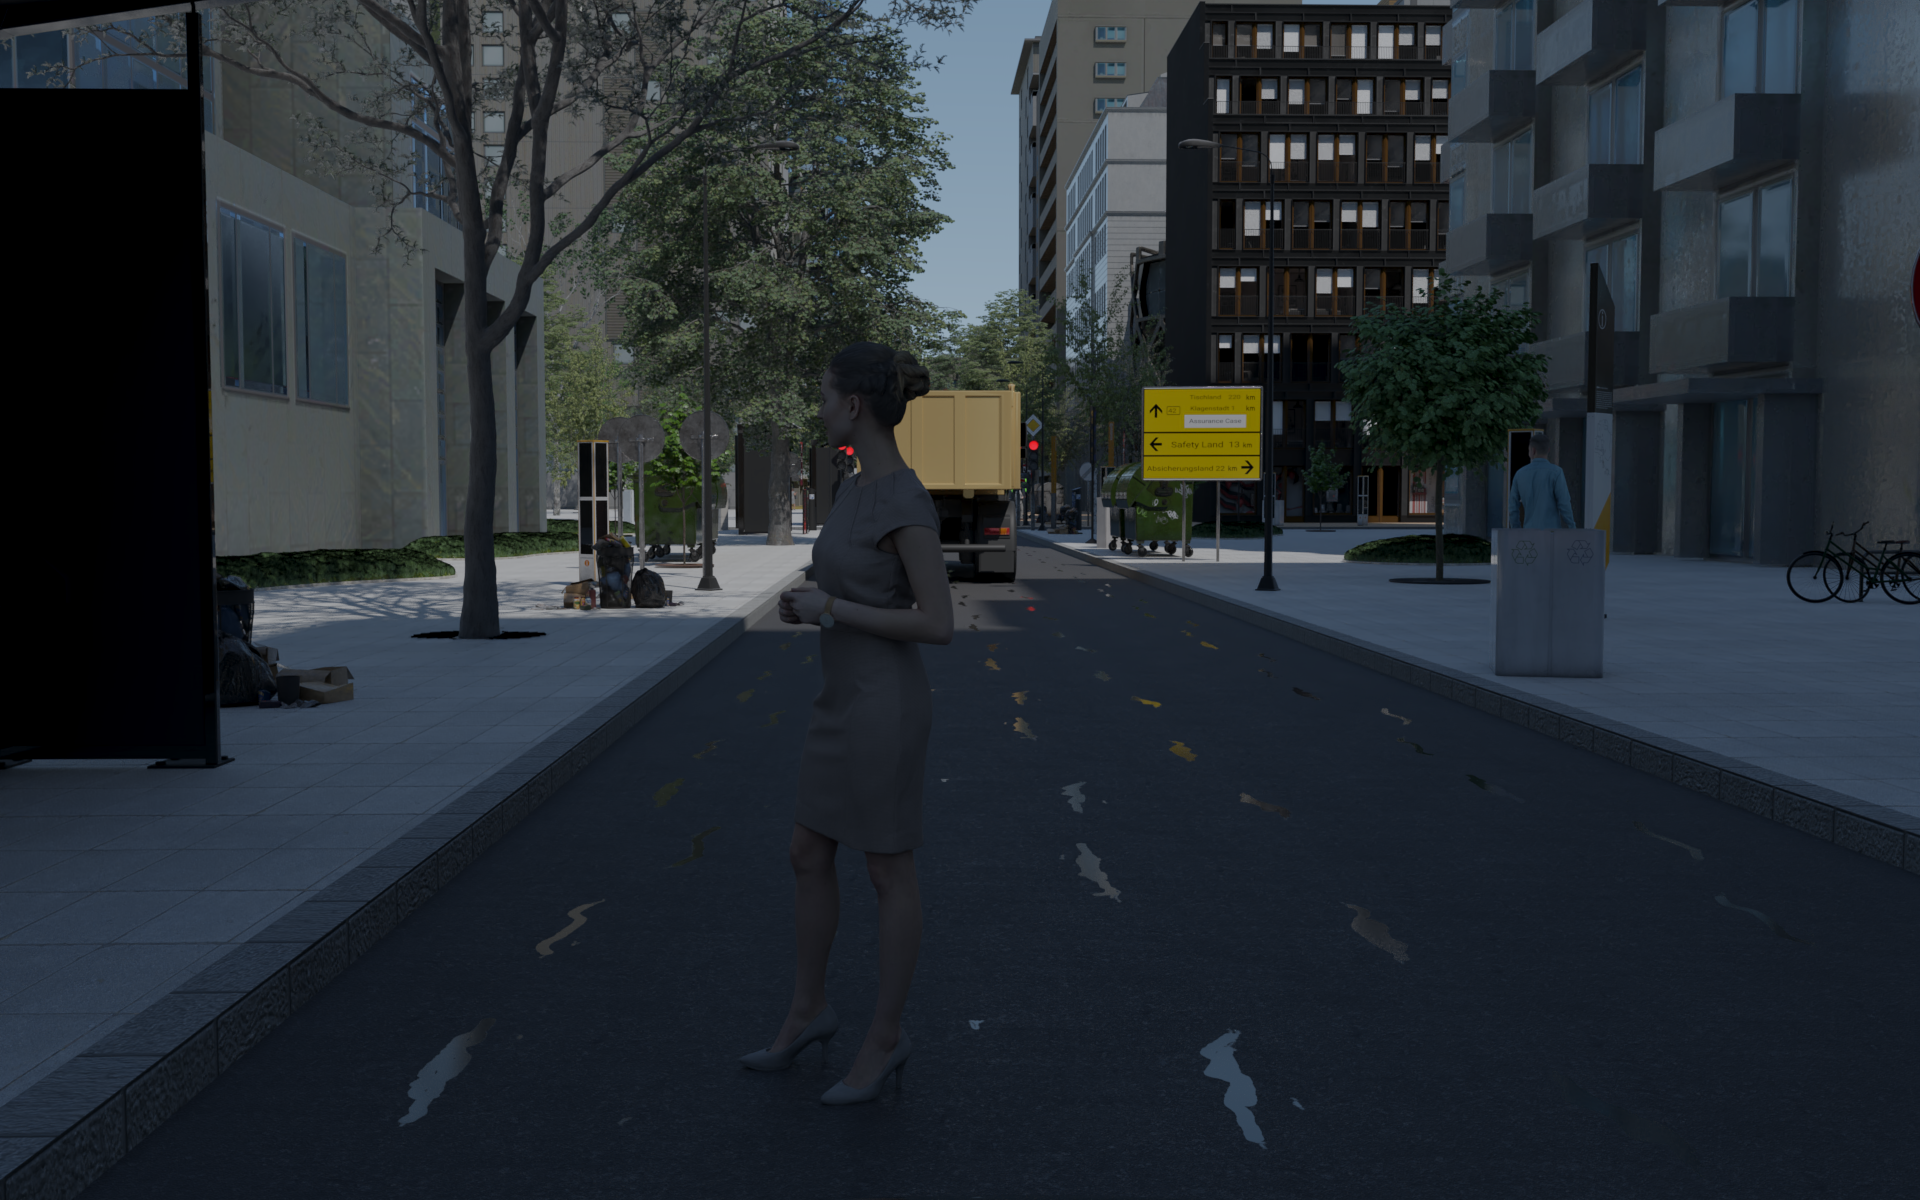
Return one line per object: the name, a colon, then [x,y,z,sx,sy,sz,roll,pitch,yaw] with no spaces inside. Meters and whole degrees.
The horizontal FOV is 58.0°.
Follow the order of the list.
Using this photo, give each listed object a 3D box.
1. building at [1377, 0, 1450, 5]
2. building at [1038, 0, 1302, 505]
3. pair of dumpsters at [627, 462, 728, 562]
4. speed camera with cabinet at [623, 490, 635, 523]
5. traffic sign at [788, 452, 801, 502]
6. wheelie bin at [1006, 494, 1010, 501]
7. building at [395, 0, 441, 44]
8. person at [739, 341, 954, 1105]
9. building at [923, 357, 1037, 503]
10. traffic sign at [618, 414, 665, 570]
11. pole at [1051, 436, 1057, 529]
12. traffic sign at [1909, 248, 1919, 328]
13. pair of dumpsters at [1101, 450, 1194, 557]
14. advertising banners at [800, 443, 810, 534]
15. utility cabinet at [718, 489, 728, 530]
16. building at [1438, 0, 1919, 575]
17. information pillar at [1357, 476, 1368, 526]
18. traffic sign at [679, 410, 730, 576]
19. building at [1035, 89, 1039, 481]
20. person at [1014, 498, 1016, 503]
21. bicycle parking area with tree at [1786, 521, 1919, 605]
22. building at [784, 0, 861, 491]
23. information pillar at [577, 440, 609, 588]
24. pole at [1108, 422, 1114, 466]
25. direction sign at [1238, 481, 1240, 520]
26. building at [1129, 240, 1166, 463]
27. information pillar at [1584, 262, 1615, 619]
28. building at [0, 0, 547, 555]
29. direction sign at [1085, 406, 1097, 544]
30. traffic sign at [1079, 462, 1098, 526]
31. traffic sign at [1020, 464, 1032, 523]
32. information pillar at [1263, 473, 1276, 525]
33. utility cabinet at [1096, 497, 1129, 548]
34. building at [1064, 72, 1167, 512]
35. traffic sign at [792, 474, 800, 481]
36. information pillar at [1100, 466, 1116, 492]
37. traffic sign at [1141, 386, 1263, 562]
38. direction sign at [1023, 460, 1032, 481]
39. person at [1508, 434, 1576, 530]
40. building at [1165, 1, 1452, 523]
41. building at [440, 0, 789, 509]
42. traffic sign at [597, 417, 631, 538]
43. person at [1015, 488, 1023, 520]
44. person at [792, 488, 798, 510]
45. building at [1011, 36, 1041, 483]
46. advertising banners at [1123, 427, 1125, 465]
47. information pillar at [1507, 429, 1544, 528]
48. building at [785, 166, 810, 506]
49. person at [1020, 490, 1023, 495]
building: [60.845,-40.361,201.900,28.212,58.520,21.231,0,4,-2]
building: [18.659,-32.781,159.677,21.300,48.544,21.600,0,4,-2]
pair of dumpsters: [-5.588,-1.952,34.409,1.574,2.255,4.437,0,4,-2]
speed camera with cabinet: [-12.567,-4.609,69.689,0.660,3.252,2.038,3,5,43]
traffic sign: [-5.158,-3.178,52.061,0.768,2.556,0.104,0,4,2]
wheelie bin: [2.201,-5.172,92.464,0.980,1.594,0.693,-2,4,-33]
building: [-55.430,-40.159,198.590,28.212,58.520,21.231,0,4,-2]
person: [-0.271,0.290,4.103,0.374,1.781,0.599,-2,4,-27]
building: [2.792,-24.748,249.669,28.899,21.520,27.650,0,4,-2]
traffic sign: [-5.104,-1.691,27.751,0.768,2.556,0.104,0,4,6]
pole: [3.304,-4.108,61.014,0.158,3.312,0.155,0,3,0]
traffic sign: [4.442,-0.450,7.457,0.768,2.556,0.104,0,4,5]
pair of dumpsters: [4.046,-2.115,37.072,1.574,2.255,4.437,0,4,-2]
advertising banners: [-4.966,-3.613,55.259,0.090,3.025,2.074,0,4,2]
utility cabinet: [-8.569,-3.207,61.120,0.318,1.500,1.173,-2,4,-35]
building: [24.207,-25.545,37.269,23.786,49.044,30.456,0,4,-2]
information pillar: [16.243,-3.996,69.821,0.304,2.012,0.304,-2,4,-35]
traffic sign: [-3.883,-1.603,26.314,0.768,2.556,0.104,0,4,2]
building: [15.188,-32.259,177.546,14.600,45.320,14.200,0,4,-2]
person: [3.445,-6.227,107.213,0.648,1.900,0.474,3,5,39]
bicycle parking area with tree: [13.980,-1.859,17.396,9.016,4.147,8.231,0,4,7]
building: [-27.049,-56.940,243.633,31.000,86.520,22.319,0,4,-2]
information pillar: [-5.029,-1.179,23.774,0.304,2.012,0.304,2,4,31]
pole: [4.265,-3.368,48.906,0.158,3.312,0.155,0,3,0]
direction sign: [11.346,-4.797,70.435,0.876,3.537,0.379,1,4,16]
building: [18.646,-14.567,105.619,16.820,18.784,16.811,0,4,-2]
information pillar: [6.556,-1.616,17.777,0.183,3.616,0.504,3,5,41]
building: [-27.635,-44.368,38.092,31.000,86.520,22.319,0,4,-2]
direction sign: [3.433,-3.230,44.815,0.379,3.537,0.876,1,4,12]
traffic sign: [5.140,-4.235,69.342,0.768,2.556,0.104,0,4,4]
traffic sign: [2.700,-4.454,72.921,0.768,2.556,0.104,0,4,-1]
information pillar: [10.569,-3.342,59.136,0.304,2.012,0.304,-1,4,-18]
utility cabinet: [3.667,-1.847,41.358,0.306,1.237,1.020,3,5,41]
building: [14.595,-21.472,128.552,11.434,29.767,29.804,0,4,-2]
traffic sign: [-6.927,-4.317,70.587,0.884,2.594,0.081,0,4,-1]
information pillar: [3.909,-2.522,45.727,0.304,2.012,0.304,-2,4,-24]
traffic sign: [4.572,-2.381,32.795,2.265,3.308,0.079,0,4,7]
direction sign: [3.883,-6.812,103.368,0.876,3.537,0.379,-2,4,-24]
person: [5.344,-0.625,16.129,0.748,1.841,0.638,-2,4,-26]
building: [18.560,-15.461,82.461,15.834,23.373,12.332,0,4,-2]
building: [-29.614,-34.667,156.046,28.713,52.752,27.495,0,4,-2]
traffic sign: [-5.606,-1.740,28.553,0.768,2.556,0.104,0,4,6]
person: [2.945,-4.763,84.113,0.583,1.804,0.606,1,4,17]
person: [-13.091,-7.960,136.550,0.716,1.782,0.532,2,4,24]
building: [20.903,-37.252,198.309,28.713,52.752,27.495,0,4,-2]
advertising banners: [4.447,-3.063,46.264,0.090,3.025,2.074,1,4,11]
information pillar: [6.400,-0.927,19.648,0.304,2.012,0.304,3,4,38]
building: [-28.802,-30.752,194.677,23.993,40.220,32.217,0,4,-2]
person: [5.994,-10.246,174.248,1.217,1.739,0.721,2,4,26]
